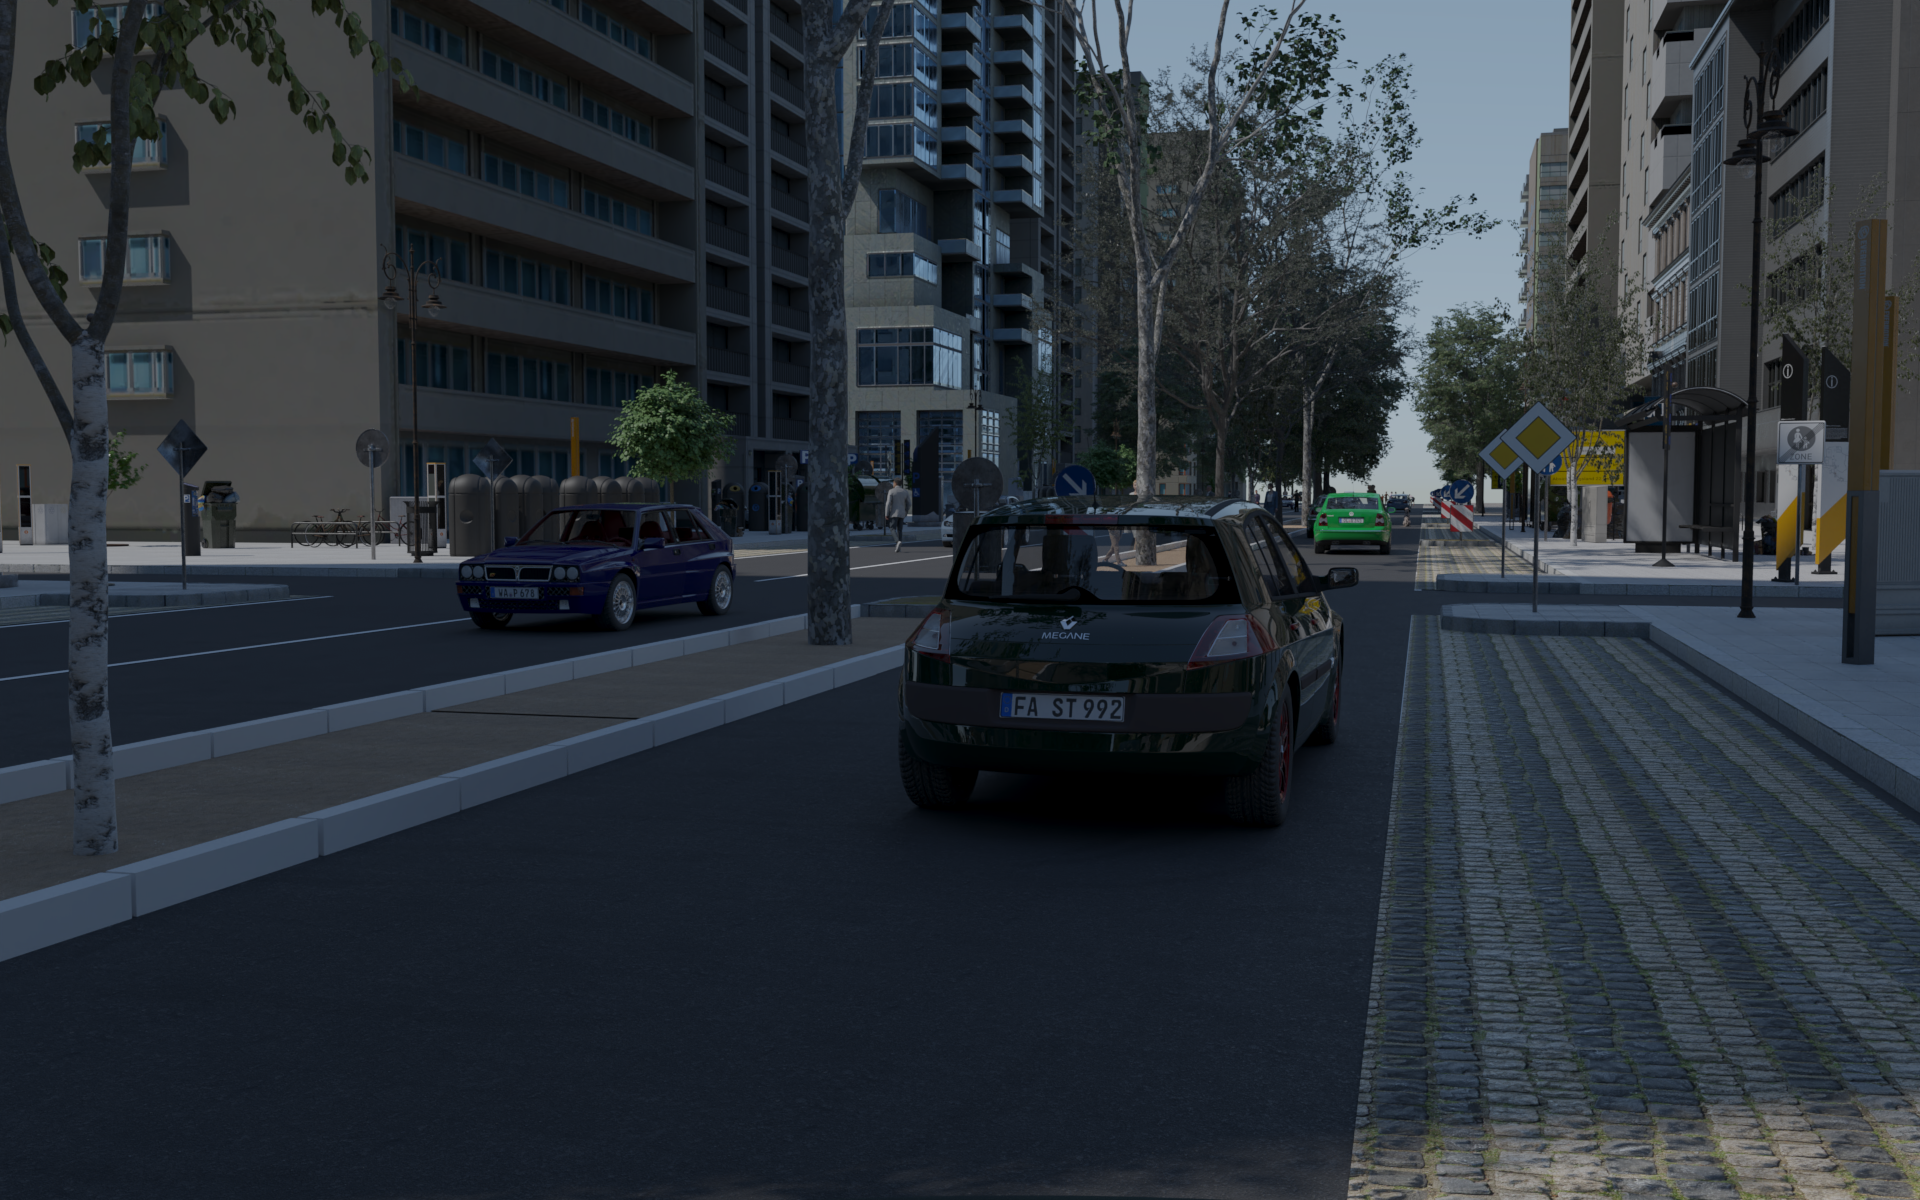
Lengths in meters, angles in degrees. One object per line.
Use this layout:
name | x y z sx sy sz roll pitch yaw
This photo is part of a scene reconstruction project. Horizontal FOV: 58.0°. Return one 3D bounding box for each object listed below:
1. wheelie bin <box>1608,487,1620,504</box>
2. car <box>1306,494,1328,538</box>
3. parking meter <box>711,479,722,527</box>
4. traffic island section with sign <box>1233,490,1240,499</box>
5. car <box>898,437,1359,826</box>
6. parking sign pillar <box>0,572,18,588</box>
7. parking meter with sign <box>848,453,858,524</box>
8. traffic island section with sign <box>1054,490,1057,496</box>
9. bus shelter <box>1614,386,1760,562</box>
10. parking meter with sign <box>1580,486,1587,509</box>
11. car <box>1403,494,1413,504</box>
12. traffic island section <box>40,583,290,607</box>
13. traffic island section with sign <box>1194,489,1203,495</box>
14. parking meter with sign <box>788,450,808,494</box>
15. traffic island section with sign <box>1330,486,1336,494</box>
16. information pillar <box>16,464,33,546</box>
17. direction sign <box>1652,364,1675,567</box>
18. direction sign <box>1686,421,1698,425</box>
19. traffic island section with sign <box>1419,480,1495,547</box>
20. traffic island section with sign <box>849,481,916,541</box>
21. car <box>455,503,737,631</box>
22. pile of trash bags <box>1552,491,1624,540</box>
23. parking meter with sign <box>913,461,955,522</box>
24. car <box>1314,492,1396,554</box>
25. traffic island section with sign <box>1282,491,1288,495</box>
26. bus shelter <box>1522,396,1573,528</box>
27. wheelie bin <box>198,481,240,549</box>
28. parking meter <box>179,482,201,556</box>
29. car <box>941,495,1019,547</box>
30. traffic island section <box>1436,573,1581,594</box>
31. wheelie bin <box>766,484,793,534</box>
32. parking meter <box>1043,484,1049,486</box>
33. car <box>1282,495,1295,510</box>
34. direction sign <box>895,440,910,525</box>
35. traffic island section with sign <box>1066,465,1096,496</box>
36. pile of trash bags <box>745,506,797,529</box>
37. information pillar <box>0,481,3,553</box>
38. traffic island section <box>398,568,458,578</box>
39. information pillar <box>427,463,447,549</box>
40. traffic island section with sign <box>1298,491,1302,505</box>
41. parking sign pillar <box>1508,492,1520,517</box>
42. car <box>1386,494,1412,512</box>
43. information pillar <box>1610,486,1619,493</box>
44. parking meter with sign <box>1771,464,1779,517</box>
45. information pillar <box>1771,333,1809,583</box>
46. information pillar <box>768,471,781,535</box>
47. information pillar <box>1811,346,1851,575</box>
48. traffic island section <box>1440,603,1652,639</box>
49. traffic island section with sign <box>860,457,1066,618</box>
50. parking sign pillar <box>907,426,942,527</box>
wheelie bin | 31.124 -4.586 82.884 0.693 1.594 0.980 -1 4 -17
car | 12.629 -2.810 57.734 2.131 1.459 4.920 1 4 17
parking meter | -9.614 -3.832 68.360 0.255 1.863 0.399 2 4 30
traffic island section with sign | 24.555 -8.872 153.681 1.989 1.847 2.006 1 4 15
car | 1.010 0.047 9.021 2.009 1.686 4.222 1 4 17
parking sign pillar | -13.730 -2.150 23.621 1.447 3.967 1.447 -1 4 -13
parking meter with sign | -4.609 -4.813 74.951 0.543 3.016 1.738 0 4 2
traffic island section with sign | 4.562 -4.313 79.150 1.989 1.847 2.006 1 4 15
bus shelter | 14.591 -2.521 35.139 2.014 3.302 5.546 1 4 15
parking meter with sign | 28.081 -5.029 78.483 1.738 3.016 0.543 -2 4 -26
car | 41.098 -9.221 160.983 2.015 1.641 3.980 1 4 14
traffic island section | -10.441 -0.061 23.275 2.009 0.180 2.903 1 4 15
traffic island section with sign | 17.565 -7.276 127.585 1.989 1.847 2.006 1 4 15
parking meter with sign | -6.535 -4.468 69.316 0.543 3.016 1.738 -2 4 -32
traffic island section with sign | 21.449 -5.646 100.448 2.006 1.907 1.989 1 4 15
information pillar | -23.304 -2.365 43.164 0.304 2.012 0.304 -2 4 -31
direction sign | 12.440 -2.356 30.518 0.379 3.537 0.876 2 4 28
direction sign | 22.140 -3.691 52.353 0.379 3.537 0.876 0 4 -3
traffic island section with sign | 13.744 -2.402 47.897 1.989 1.847 2.006 1 4 15
traffic island section with sign | -2.424 -2.721 53.113 1.989 1.847 2.006 1 4 15
car | -3.981 -0.421 19.468 1.945 1.354 3.894 1 4 17
pile of trash bags | 18.116 -2.424 49.381 1.912 1.369 3.447 1 4 9
parking meter with sign | -1.059 -4.669 72.595 1.738 3.016 0.543 1 4 14
car | 9.712 -2.070 42.638 1.959 1.807 4.718 1 4 15
traffic island section with sign | 38.987 -12.156 207.372 1.989 1.847 2.006 1 4 15
bus shelter | 23.252 -5.557 68.482 2.179 5.291 8.768 1 4 15
wheelie bin | -17.467 -2.018 40.904 0.693 1.594 0.980 3 5 41
parking meter | -15.926 -1.677 35.832 0.372 1.533 0.369 0 3 0
car | 0.774 -2.199 47.954 2.014 1.417 4.499 1 4 14
traffic island section | 8.330 -0.259 26.517 2.009 0.180 2.903 1 4 15
wheelie bin | -5.828 -2.956 56.242 0.980 1.594 0.693 1 4 17
parking meter | 4.887 -5.650 98.083 0.399 1.863 0.255 0 4 1
car | 30.167 -9.060 160.711 1.945 1.354 3.894 1 4 14
direction sign | -2.402 -4.908 72.242 0.876 3.537 0.379 3 5 42
traffic island section with sign | 1.978 -1.207 27.867 2.006 1.907 1.989 1 4 15
pile of trash bags | -6.849 -3.333 64.246 1.912 1.369 3.447 3 4 38
information pillar | -20.975 -2.021 37.538 0.304 2.012 0.304 -3 5 -39
traffic island section | -8.371 -0.533 30.988 2.009 0.180 2.903 1 4 15
information pillar | -12.350 -2.226 40.892 0.304 2.012 0.304 2 4 32
traffic island section with sign | 45.962 -13.748 233.413 1.989 1.847 2.006 1 4 15
parking sign pillar | 31.018 -6.581 96.069 1.447 3.967 1.447 0 4 6
car | 34.540 -7.603 136.316 2.014 1.417 4.499 1 4 17
information pillar | 31.658 -4.854 83.849 0.304 2.012 0.304 -1 4 -13
parking meter with sign | 21.101 -2.924 44.061 0.543 3.016 1.738 0 4 7
information pillar | 12.037 -2.062 25.064 0.183 3.616 0.504 -1 4 -12
information pillar | -5.836 -3.064 54.594 0.304 2.012 0.304 2 4 24
information pillar | 13.888 -2.215 27.573 0.504 3.616 0.183 -1 4 -11
traffic island section | 6.260 0.213 18.804 2.009 0.180 2.903 1 4 15
traffic island section with sign | 0.048 -0.769 20.714 2.006 1.907 1.989 1 4 15
parking sign pillar | -1.361 -4.872 68.133 1.447 3.967 1.447 2 4 33
